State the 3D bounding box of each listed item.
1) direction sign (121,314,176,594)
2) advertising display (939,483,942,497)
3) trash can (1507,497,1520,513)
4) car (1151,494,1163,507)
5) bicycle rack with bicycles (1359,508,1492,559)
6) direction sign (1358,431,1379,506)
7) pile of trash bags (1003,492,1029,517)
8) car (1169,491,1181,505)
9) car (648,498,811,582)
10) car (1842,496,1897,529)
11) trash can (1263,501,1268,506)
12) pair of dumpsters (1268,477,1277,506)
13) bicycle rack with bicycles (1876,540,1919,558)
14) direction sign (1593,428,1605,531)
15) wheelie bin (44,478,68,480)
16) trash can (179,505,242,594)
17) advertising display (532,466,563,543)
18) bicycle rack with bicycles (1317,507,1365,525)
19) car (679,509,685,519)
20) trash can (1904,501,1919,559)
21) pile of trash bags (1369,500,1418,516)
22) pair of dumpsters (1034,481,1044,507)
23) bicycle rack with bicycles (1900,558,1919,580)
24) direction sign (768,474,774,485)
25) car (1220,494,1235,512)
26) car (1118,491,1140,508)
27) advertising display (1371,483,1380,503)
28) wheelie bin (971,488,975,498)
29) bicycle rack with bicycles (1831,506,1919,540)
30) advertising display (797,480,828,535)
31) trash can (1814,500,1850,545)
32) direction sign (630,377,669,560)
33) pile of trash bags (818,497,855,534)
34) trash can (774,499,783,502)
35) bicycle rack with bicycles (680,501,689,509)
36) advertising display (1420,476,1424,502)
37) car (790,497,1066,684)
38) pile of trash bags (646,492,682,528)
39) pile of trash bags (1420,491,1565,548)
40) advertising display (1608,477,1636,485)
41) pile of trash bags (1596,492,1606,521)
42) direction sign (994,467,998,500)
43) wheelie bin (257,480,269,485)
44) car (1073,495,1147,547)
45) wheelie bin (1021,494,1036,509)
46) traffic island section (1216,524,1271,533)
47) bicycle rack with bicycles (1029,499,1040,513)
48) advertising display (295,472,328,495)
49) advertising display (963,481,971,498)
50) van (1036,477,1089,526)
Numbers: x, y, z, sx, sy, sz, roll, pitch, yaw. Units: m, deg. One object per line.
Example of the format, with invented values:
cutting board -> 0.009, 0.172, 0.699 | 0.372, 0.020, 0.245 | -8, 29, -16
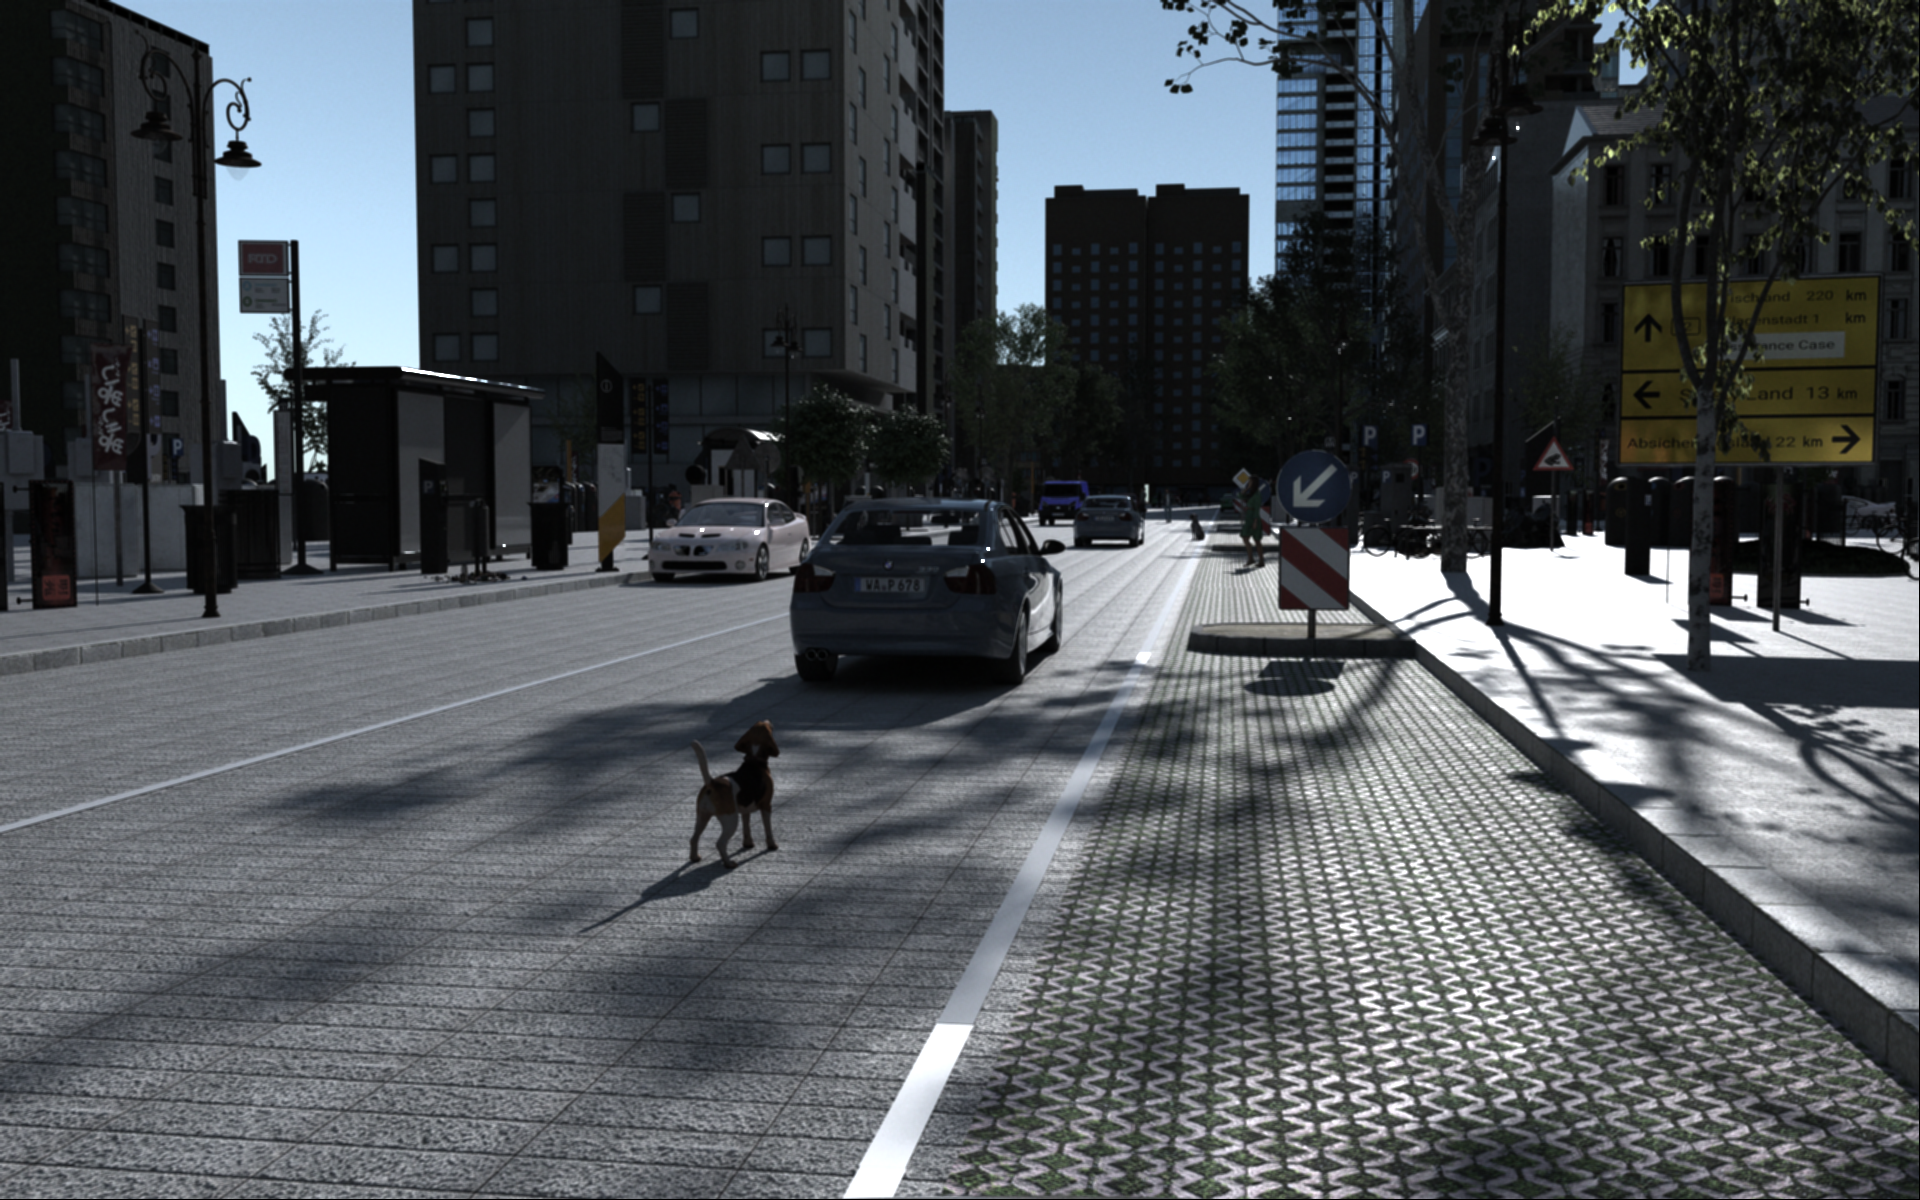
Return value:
direction sign -> -10.517, -1.855, 22.333 | 0.379, 3.537, 0.876 | 0, 4, 2
advertising display -> -0.935, -5.837, 100.642 | 0.123, 1.923, 0.974 | -2, 4, -26
trash can -> 27.830, -4.605, 86.947 | 0.748, 1.137, 0.748 | 0, 3, 0
car -> 21.887, -11.030, 189.138 | 1.959, 1.807, 4.718 | 1, 4, 10
bicycle rack with bicycles -> 9.699, -1.334, 35.201 | 2.925, 0.926, 2.852 | 0, 4, 8
direction sign -> 14.638, -4.291, 62.163 | 0.876, 3.537, 0.379 | -2, 4, -23
pile of trash bags -> 2.947, -5.353, 97.275 | 1.912, 1.369, 3.447 | 0, 4, 1
car -> 27.357, -13.044, 221.941 | 2.281, 1.827, 5.304 | 1, 4, 11
car -> -3.883, -1.071, 29.867 | 2.083, 1.381, 4.827 | 1, 4, 9
car -> 33.399, -3.326, 66.746 | 4.827, 1.381, 2.083 | 1, 4, 10
trash can -> 19.070, -5.846, 107.235 | 0.748, 1.137, 0.748 | 0, 3, 0
pair of dumpsters -> 19.095, -6.180, 103.540 | 1.574, 2.255, 4.437 | 1, 4, 9
bicycle rack with bicycles -> 21.292, -1.413, 36.479 | 2.852, 0.926, 2.925 | -3, 5, -41
direction sign -> 21.952, -4.128, 59.492 | 0.379, 3.537, 0.876 | 0, 4, 0
wheelie bin -> -17.643, -1.582, 33.767 | 0.980, 1.594, 0.693 | -2, 4, -25
trash can -> -9.690, -0.658, 22.417 | 0.748, 1.137, 0.748 | 0, 3, 0
advertising display -> -9.478, -2.092, 39.412 | 0.974, 1.923, 0.123 | 1, 4, 19
bicycle rack with bicycles -> 11.299, -2.176, 48.955 | 2.925, 0.926, 2.852 | 0, 4, -5
car -> -9.763, -3.724, 73.243 | 4.827, 1.381, 2.083 | 1, 4, 10
trash can -> 19.170, -1.394, 34.438 | 0.748, 1.137, 0.748 | 0, 3, 0
pile of trash bags -> 14.566, -2.927, 57.604 | 1.912, 1.369, 3.447 | 0, 4, 2
pair of dumpsters -> 5.433, -7.524, 125.518 | 1.574, 2.255, 4.437 | 1, 4, 9
bicycle rack with bicycles -> 15.470, -0.698, 24.793 | 2.852, 0.926, 2.925 | -1, 4, -9
direction sign -> -9.538, -5.859, 87.793 | 0.876, 3.537, 0.379 | -2, 4, -29
car -> 21.477, -7.824, 136.716 | 1.959, 1.807, 4.718 | 1, 4, 9
car -> 11.592, -6.817, 120.498 | 2.155, 1.783, 4.494 | 0, 4, 8
advertising display -> 25.087, -6.077, 104.578 | 0.123, 1.923, 0.974 | 3, 5, 39
wheelie bin -> 0.331, -5.088, 91.096 | 0.980, 1.594, 0.693 | -3, 4, -38
bicycle rack with bicycles -> 28.152, -2.405, 52.709 | 2.925, 0.926, 2.852 | -1, 4, -16
advertising display -> -4.608, -2.986, 54.032 | 0.974, 1.923, 0.123 | -1, 4, -9
trash can -> 20.041, -1.724, 39.841 | 0.748, 1.137, 0.748 | 0, 3, 0
direction sign -> -6.060, -2.563, 33.902 | 0.379, 3.537, 0.876 | 3, 5, 45
pile of trash bags -> -4.227, -2.837, 56.133 | 1.912, 1.369, 3.447 | 1, 4, 16
trash can -> -5.091, -2.120, 46.320 | 0.748, 1.137, 0.748 | 0, 3, 0
bicycle rack with bicycles -> -13.159, -4.567, 88.045 | 2.852, 0.926, 2.925 | 3, 4, 39
advertising display -> 16.181, -3.396, 60.736 | 0.123, 1.923, 0.974 | 1, 4, 16
car -> -0.173, -0.149, 14.436 | 2.014, 1.417, 4.499 | 1, 4, 9
pile of trash bags -> -11.463, -3.449, 66.140 | 1.912, 1.369, 3.447 | 1, 4, 13
pile of trash bags -> 13.435, -2.048, 43.235 | 1.912, 1.369, 3.447 | -1, 4, -23
advertising display -> 24.337, -3.578, 63.711 | 0.974, 1.923, 0.123 | 1, 4, 14
pile of trash bags -> 31.710, -4.415, 81.940 | 1.912, 1.369, 3.447 | -3, 5, -40
direction sign -> 2.970, -9.261, 143.411 | 0.379, 3.537, 0.876 | -1, 4, -15
wheelie bin -> -15.538, -1.877, 38.596 | 0.693, 1.594, 0.980 | -3, 4, -36
car -> 4.162, -2.208, 48.106 | 2.014, 1.417, 4.499 | 1, 4, 9
wheelie bin -> 5.134, -7.620, 132.494 | 0.980, 1.594, 0.693 | -1, 4, -17
traffic island section -> 10.731, -2.648, 65.569 | 2.009, 0.180, 2.903 | 1, 4, 9
bicycle rack with bicycles -> 6.901, -7.655, 138.538 | 2.925, 0.926, 2.852 | 3, 4, 38
advertising display -> -18.867, -2.768, 50.473 | 0.974, 1.923, 0.123 | -2, 4, -29
advertising display -> 0.268, -4.289, 75.333 | 0.123, 1.923, 0.974 | -1, 4, -17
van -> 4.825, -4.611, 79.774 | 2.240, 2.365, 5.245 | 1, 4, 10
